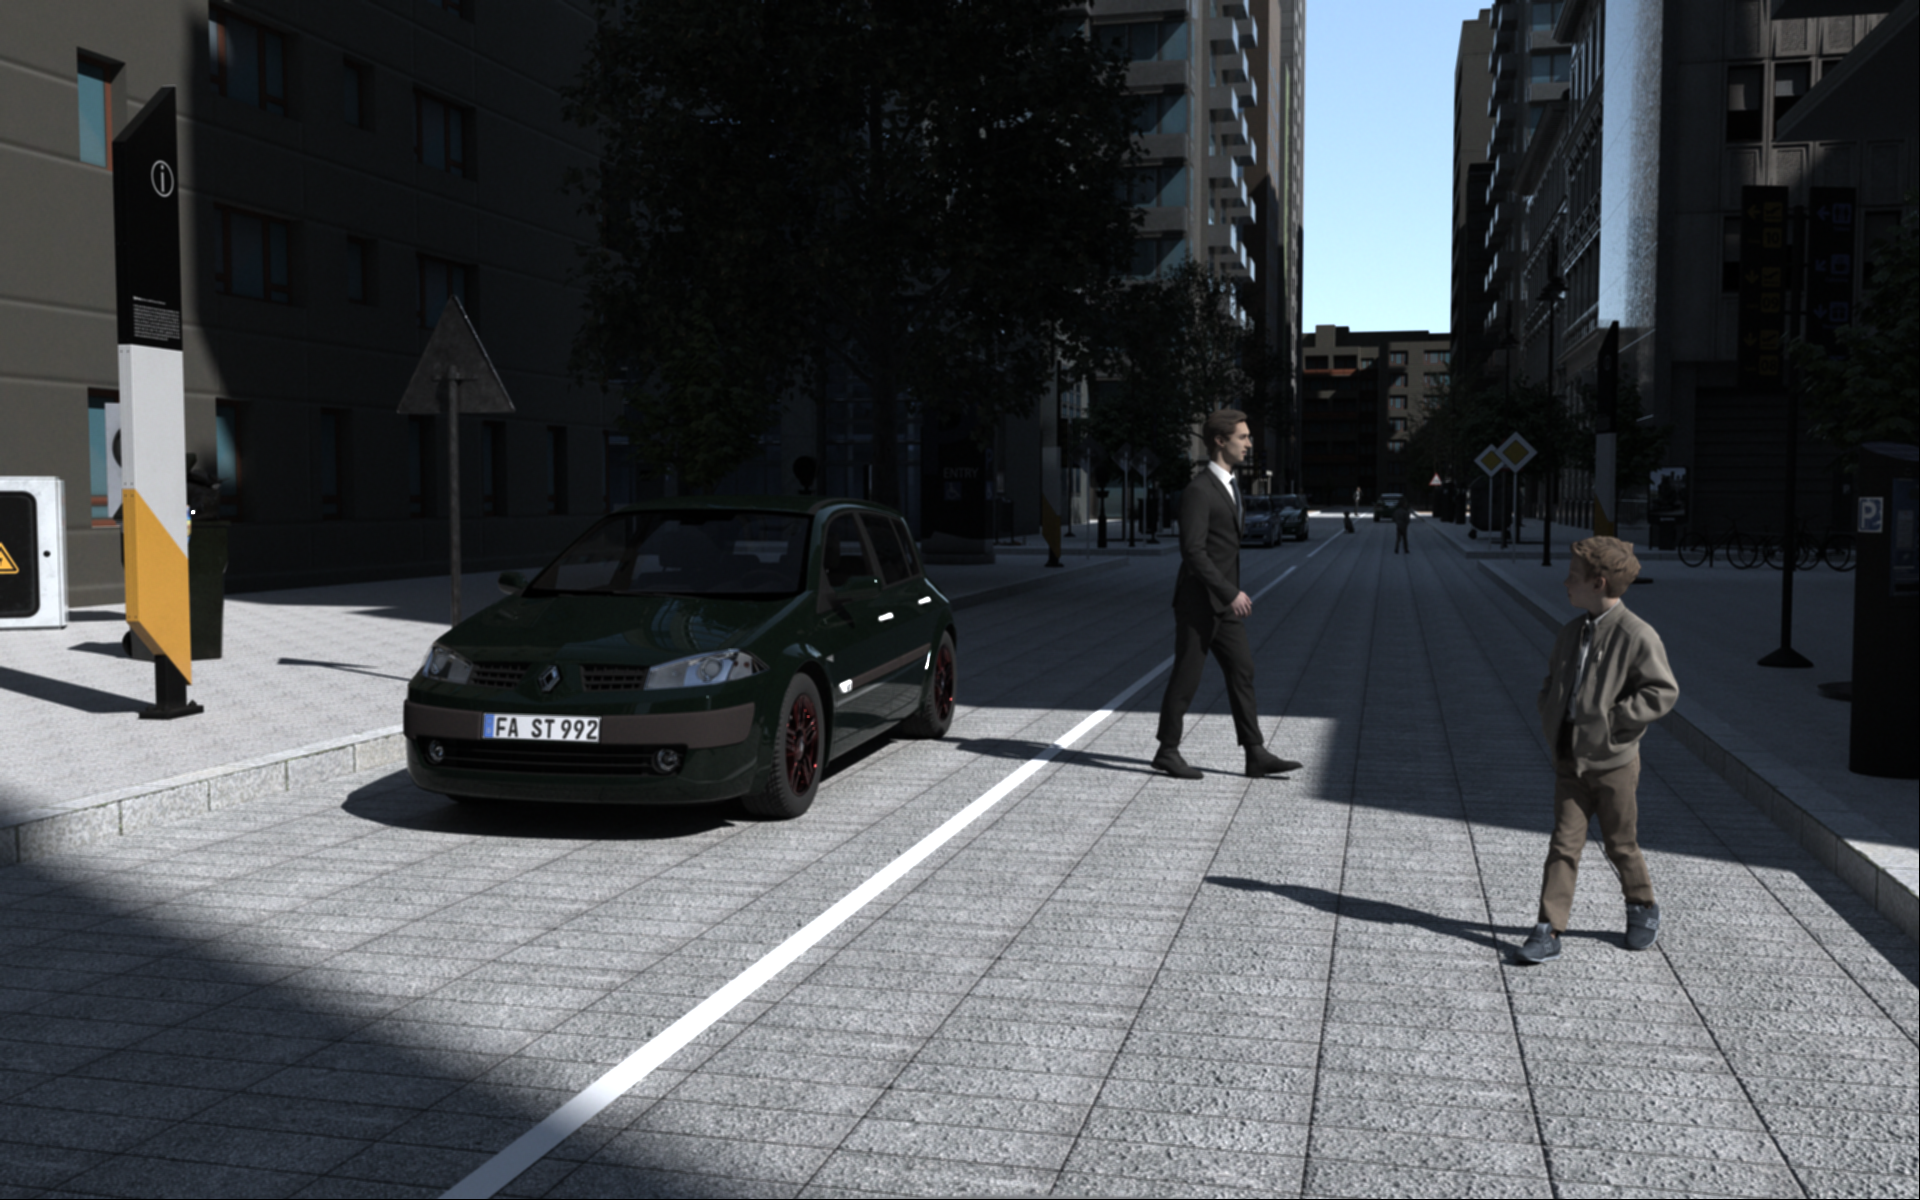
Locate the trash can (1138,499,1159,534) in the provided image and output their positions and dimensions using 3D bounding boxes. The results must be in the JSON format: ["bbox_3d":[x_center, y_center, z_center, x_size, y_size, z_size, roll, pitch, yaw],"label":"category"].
[{"bbox_3d":[6.032,-2.683,55.523,0.748,1.137,0.748,0,3,0],"label":"trash can"}]

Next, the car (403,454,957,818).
[{"bbox_3d":[-1.223,0.046,9.038,2.009,1.686,4.222,1,4,14],"label":"car"}]

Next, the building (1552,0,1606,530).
[{"bbox_3d":[27.402,-14.200,61.041,11.050,23.489,19.941,1,4,14],"label":"building"}]

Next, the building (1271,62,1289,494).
[{"bbox_3d":[22.844,-29.195,160.927,14.154,41.232,14.086,1,4,14],"label":"building"}]

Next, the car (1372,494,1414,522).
[{"bbox_3d":[22.505,-4.793,90.168,2.131,1.459,4.920,1,4,15],"label":"car"}]

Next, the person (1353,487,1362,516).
[{"bbox_3d":[26.048,-6.455,113.398,0.474,1.900,0.648,3,4,36],"label":"person"}]

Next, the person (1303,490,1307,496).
[{"bbox_3d":[37.891,-11.227,190.281,0.721,1.739,1.217,-1,4,-12],"label":"person"}]

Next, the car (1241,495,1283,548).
[{"bbox_3d":[7.832,-2.167,47.436,2.014,1.417,4.499,1,4,15],"label":"car"}]

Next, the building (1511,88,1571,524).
[{"bbox_3d":[34.455,-14.682,90.963,10.553,20.767,40.483,1,4,14],"label":"building"}]

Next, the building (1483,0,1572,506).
[{"bbox_3d":[51.172,-31.144,128.818,23.786,49.044,30.456,1,4,14],"label":"building"}]

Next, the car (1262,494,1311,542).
[{"bbox_3d":[9.855,-2.573,53.863,2.131,1.459,4.920,1,4,13],"label":"car"}]

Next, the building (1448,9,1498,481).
[{"bbox_3d":[59.373,-33.354,169.035,21.300,48.544,21.600,1,4,14],"label":"building"}]

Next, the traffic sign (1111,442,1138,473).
[{"bbox_3d":[4.153,-2.672,43.425,0.795,2.593,0.064,1,4,18],"label":"traffic sign"}]

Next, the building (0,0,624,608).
[{"bbox_3d":[-23.847,-10.886,23.028,28.899,21.520,27.650,1,4,14],"label":"building"}]

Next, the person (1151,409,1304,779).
[{"bbox_3d":[1.333,-0.025,8.689,0.755,1.850,0.659,2,4,28],"label":"person"}]

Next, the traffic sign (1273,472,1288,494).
[{"bbox_3d":[18.793,-6.220,101.701,0.884,2.594,0.081,1,4,20],"label":"traffic sign"}]

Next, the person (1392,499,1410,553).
[{"bbox_3d":[10.663,-1.780,41.868,0.475,1.303,0.640,2,4,33],"label":"person"}]

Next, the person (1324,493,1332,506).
[{"bbox_3d":[39.105,-10.866,183.712,0.705,1.822,1.348,3,5,42],"label":"person"}]

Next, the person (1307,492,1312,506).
[{"bbox_3d":[33.052,-9.471,164.085,0.628,1.438,0.799,-2,4,-23],"label":"person"}]

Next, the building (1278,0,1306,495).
[{"bbox_3d":[24.347,-45.197,177.218,20.611,71.187,20.563,1,4,14],"label":"building"}]

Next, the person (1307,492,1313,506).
[{"bbox_3d":[32.165,-9.178,159.332,0.421,1.427,0.697,-1,4,-18],"label":"person"}]

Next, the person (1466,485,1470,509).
[{"bbox_3d":[30.943,-6.083,105.488,0.713,1.824,0.794,-1,4,-20],"label":"person"}]

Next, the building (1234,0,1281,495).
[{"bbox_3d":[19.493,-30.375,146.750,14.600,45.320,14.200,1,4,14],"label":"building"}]

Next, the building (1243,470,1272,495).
[{"bbox_3d":[6.974,-26.817,130.336,32.217,40.220,23.993,1,4,14],"label":"building"}]

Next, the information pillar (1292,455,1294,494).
[{"bbox_3d":[20.056,-6.918,104.465,0.183,3.616,0.504,1,4,13],"label":"information pillar"}]

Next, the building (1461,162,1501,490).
[{"bbox_3d":[51.477,-23.274,152.225,14.160,30.474,14.107,1,4,14],"label":"building"}]

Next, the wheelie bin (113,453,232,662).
[{"bbox_3d":[-6.115,-0.341,13.488,0.980,1.594,0.693,3,5,39],"label":"wheelie bin"}]

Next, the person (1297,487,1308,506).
[{"bbox_3d":[14.448,-3.929,73.488,0.760,1.731,0.466,3,4,36],"label":"person"}]

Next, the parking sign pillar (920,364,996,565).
[{"bbox_3d":[-0.056,-2.658,31.935,1.447,3.967,1.447,2,4,23],"label":"parking sign pillar"}]

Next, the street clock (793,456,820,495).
[{"bbox_3d":[-2.912,-1.735,32.937,0.471,2.002,0.358,1,4,20],"label":"street clock"}]

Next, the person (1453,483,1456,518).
[{"bbox_3d":[25.057,-5.016,88.045,0.794,1.824,0.713,-1,4,-10],"label":"person"}]

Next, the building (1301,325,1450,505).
[{"bbox_3d":[45.613,-22.446,212.023,28.899,21.520,27.650,1,4,14],"label":"building"}]

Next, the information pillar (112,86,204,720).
[{"bbox_3d":[-4.571,-1.130,9.823,0.183,3.616,0.504,1,4,9],"label":"information pillar"}]

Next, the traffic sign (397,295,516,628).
[{"bbox_3d":[-3.316,-0.695,11.362,0.884,2.594,0.081,1,4,17],"label":"traffic sign"}]

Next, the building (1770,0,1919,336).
[{"bbox_3d":[22.489,-25.742,10.115,28.713,52.752,27.495,1,4,14],"label":"building"}]

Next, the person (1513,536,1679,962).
[{"bbox_3d":[1.987,0.454,5.347,0.640,1.303,0.475,-3,5,-40],"label":"person"}]

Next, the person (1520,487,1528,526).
[{"bbox_3d":[22.176,-3.807,68.494,0.583,1.804,0.606,1,4,19],"label":"person"}]

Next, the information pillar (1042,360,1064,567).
[{"bbox_3d":[1.619,-2.393,30.487,0.183,3.616,0.504,-2,4,-31],"label":"information pillar"}]

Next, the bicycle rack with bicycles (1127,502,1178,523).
[{"bbox_3d":[9.153,-3.922,77.501,2.925,0.926,2.852,3,5,41],"label":"bicycle rack with bicycles"}]

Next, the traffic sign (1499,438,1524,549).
[{"bbox_3d":[12.573,-2.450,40.069,0.884,2.594,0.081,1,4,19],"label":"traffic sign"}]

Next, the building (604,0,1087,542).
[{"bbox_3d":[-7.054,-45.746,60.617,22.319,86.520,31.000,1,4,14],"label":"building"}]

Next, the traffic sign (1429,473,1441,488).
[{"bbox_3d":[28.707,-6.387,104.437,0.884,2.594,0.081,1,4,16],"label":"traffic sign"}]

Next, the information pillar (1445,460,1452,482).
[{"bbox_3d":[31.328,-7.313,110.916,0.504,3.616,0.183,2,4,24],"label":"information pillar"}]

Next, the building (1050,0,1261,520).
[{"bbox_3d":[5.034,-29.296,98.595,23.786,49.044,30.456,1,4,14],"label":"building"}]

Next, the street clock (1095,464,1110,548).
[{"bbox_3d":[3.383,-2.237,41.150,0.358,2.002,0.471,1,4,19],"label":"street clock"}]

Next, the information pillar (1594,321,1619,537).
[{"bbox_3d":[8.844,-1.979,23.705,0.183,3.616,0.504,0,4,-3],"label":"information pillar"}]

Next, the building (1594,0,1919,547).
[{"bbox_3d":[27.820,-13.862,44.668,19.932,24.808,12.078,1,4,14],"label":"building"}]

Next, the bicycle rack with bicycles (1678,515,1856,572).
[{"bbox_3d":[14.285,-1.000,29.728,2.852,0.926,2.925,-1,4,-22],"label":"bicycle rack with bicycles"}]
